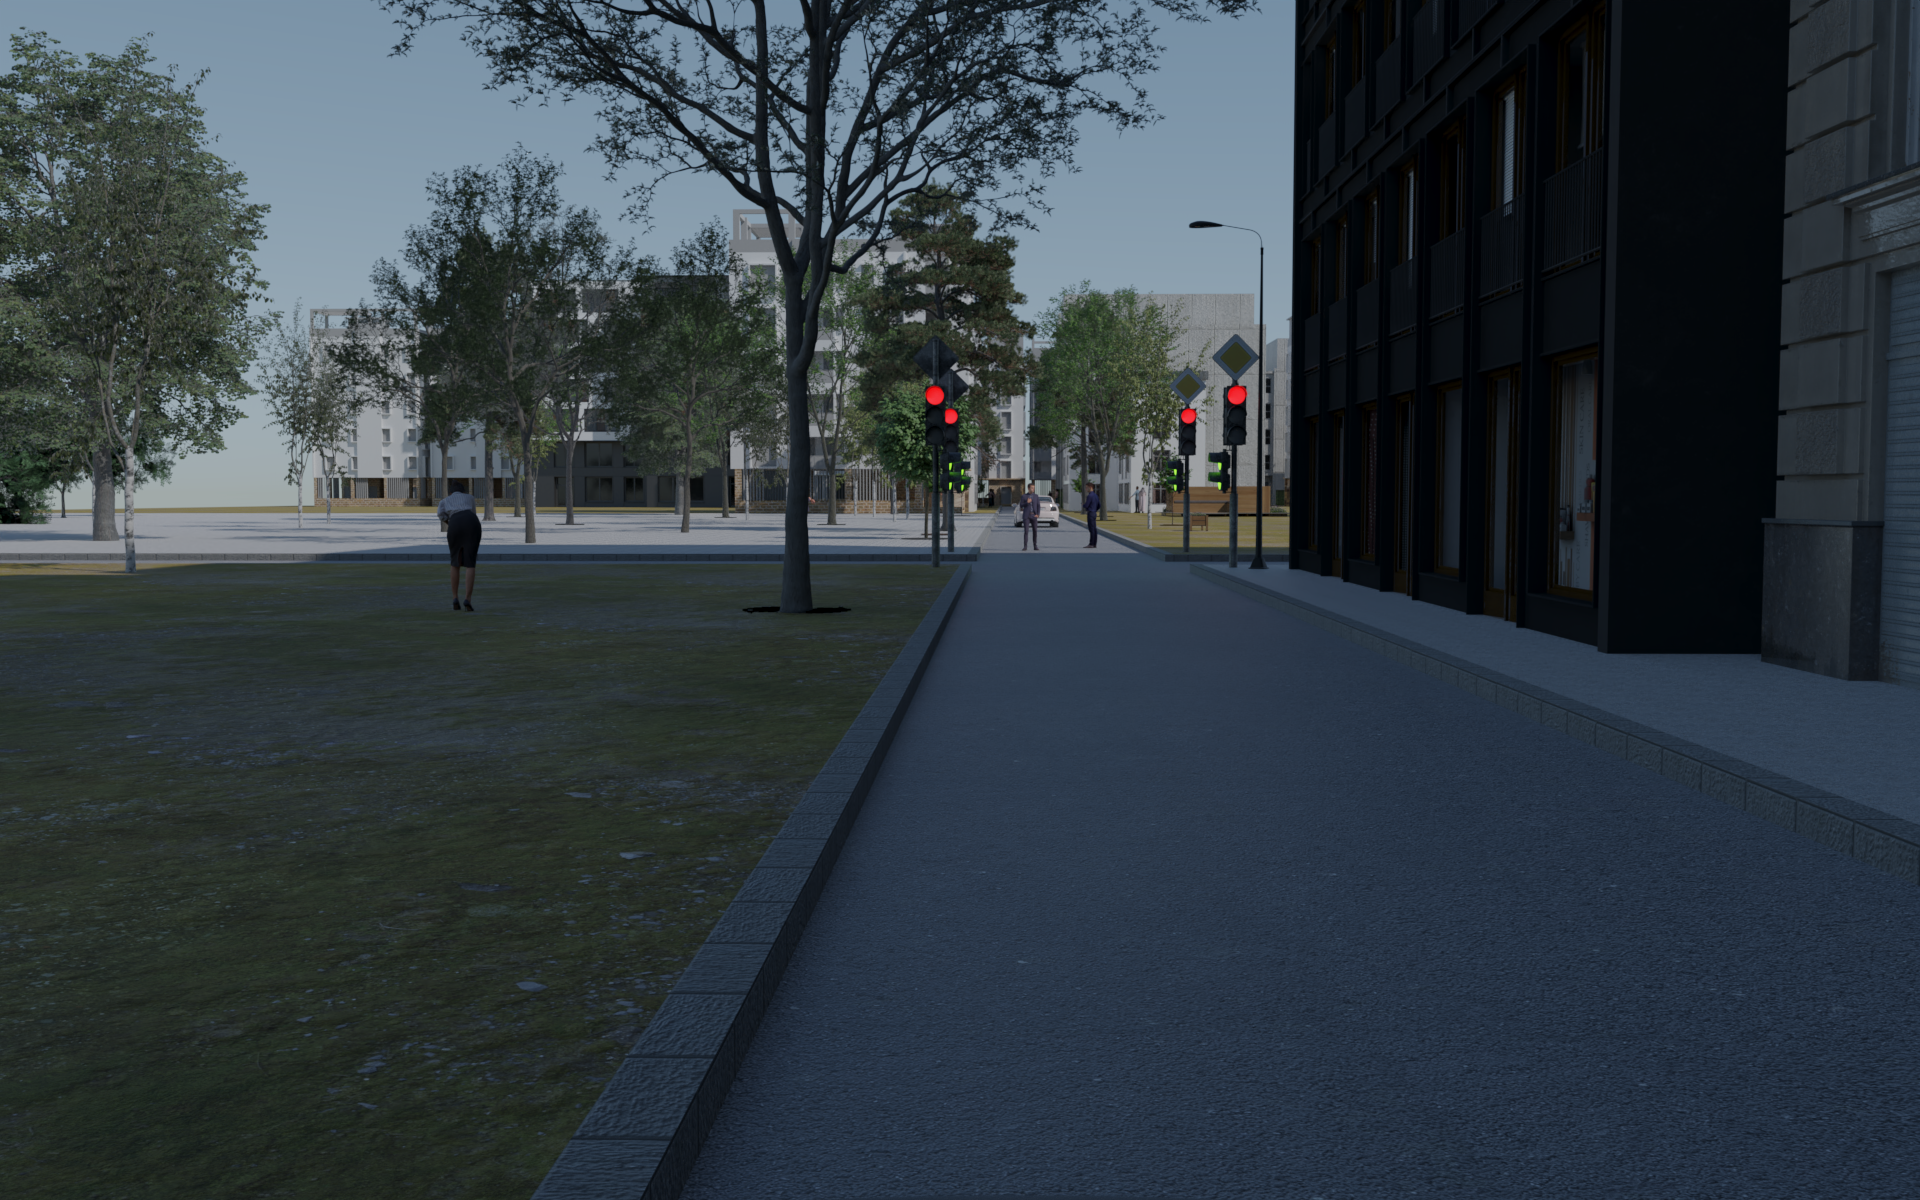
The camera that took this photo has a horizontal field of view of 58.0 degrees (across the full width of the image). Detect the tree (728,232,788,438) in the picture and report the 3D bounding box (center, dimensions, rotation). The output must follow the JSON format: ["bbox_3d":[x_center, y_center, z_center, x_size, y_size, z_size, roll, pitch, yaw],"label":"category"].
[{"bbox_3d":[-8.807,-7.518,57.331,7.601,10.594,8.767,-1,4,-9],"label":"tree"}]

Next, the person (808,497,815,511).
[{"bbox_3d":[-4.141,-2.442,46.417,0.568,1.767,0.683,-2,4,-33],"label":"person"}]

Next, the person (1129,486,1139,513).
[{"bbox_3d":[12.001,-6.811,117.391,1.348,1.826,0.705,-3,5,-41],"label":"person"}]

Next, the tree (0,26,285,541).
[{"bbox_3d":[-23.543,-8.588,47.065,9.857,13.997,8.962,0,3,0],"label":"tree"}]

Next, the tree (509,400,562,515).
[{"bbox_3d":[-26.403,-9.598,107.289,4.737,8.622,4.395,0,3,0],"label":"tree"}]

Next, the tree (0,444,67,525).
[{"bbox_3d":[-43.746,-10.107,67.065,13.155,14.587,18.604,-1,4,-11],"label":"tree"}]

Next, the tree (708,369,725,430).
[{"bbox_3d":[-10.193,-8.207,84.542,4.360,8.622,3.978,0,3,0],"label":"tree"}]

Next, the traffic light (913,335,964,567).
[{"bbox_3d":[-0.405,-2.510,30.275,0.839,4.213,0.868,0,4,2],"label":"traffic light"}]

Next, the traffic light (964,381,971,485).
[{"bbox_3d":[-0.183,-2.998,38.257,0.839,4.213,0.868,0,4,2],"label":"traffic light"}]

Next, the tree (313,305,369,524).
[{"bbox_3d":[-24.901,-7.054,65.703,4.360,8.622,3.978,0,3,0],"label":"tree"}]

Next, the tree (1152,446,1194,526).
[{"bbox_3d":[8.725,-4.620,70.139,1.663,3.219,1.824,0,3,0],"label":"tree"}]

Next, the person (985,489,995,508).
[{"bbox_3d":[2.802,-9.589,163.525,1.217,1.736,0.721,2,4,29],"label":"person"}]

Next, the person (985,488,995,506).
[{"bbox_3d":[3.164,-10.601,179.003,0.705,1.869,1.348,-3,5,-45],"label":"person"}]

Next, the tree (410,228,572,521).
[{"bbox_3d":[-22.337,-10.720,82.690,7.806,13.903,7.818,0,3,0],"label":"tree"}]

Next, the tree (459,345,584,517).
[{"bbox_3d":[-24.535,-10.372,95.333,9.928,11.665,9.643,0,3,0],"label":"tree"}]

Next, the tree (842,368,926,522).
[{"bbox_3d":[-2.729,-8.402,87.727,4.737,8.622,4.395,0,3,0],"label":"tree"}]

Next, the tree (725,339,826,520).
[{"bbox_3d":[-8.138,-7.878,79.165,4.360,8.622,3.978,0,3,0],"label":"tree"}]

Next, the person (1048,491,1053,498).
[{"bbox_3d":[9.402,-10.575,180.413,0.415,1.643,0.593,2,4,34],"label":"person"}]

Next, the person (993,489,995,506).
[{"bbox_3d":[3.520,-11.042,186.535,0.705,1.831,1.348,-1,4,-22],"label":"person"}]

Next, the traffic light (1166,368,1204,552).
[{"bbox_3d":[4.977,-2.990,38.130,0.839,4.213,0.868,0,4,2],"label":"traffic light"}]

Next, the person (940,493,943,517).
[{"bbox_3d":[-0.984,-5.614,98.364,0.750,1.759,0.617,3,5,42],"label":"person"}]

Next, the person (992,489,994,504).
[{"bbox_3d":[3.431,-10.765,182.179,0.705,1.807,1.348,0,4,-4],"label":"person"}]

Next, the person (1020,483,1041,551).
[{"bbox_3d":[1.777,-2.110,43.911,0.541,1.710,0.530,0,4,0],"label":"person"}]

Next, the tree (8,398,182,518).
[{"bbox_3d":[-50.987,-8.043,94.405,11.467,7.101,20.602,0,4,-6],"label":"tree"}]

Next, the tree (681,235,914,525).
[{"bbox_3d":[-5.374,-8.884,71.003,9.928,11.665,9.643,0,3,0],"label":"tree"}]

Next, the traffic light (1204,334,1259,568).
[{"bbox_3d":[4.755,-2.502,30.148,0.839,4.213,0.868,0,4,2],"label":"traffic light"}]

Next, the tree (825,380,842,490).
[{"bbox_3d":[-4.570,-8.947,96.645,4.737,8.622,4.395,0,3,0],"label":"tree"}]

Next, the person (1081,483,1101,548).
[{"bbox_3d":[3.438,-2.251,46.016,0.504,1.737,0.576,1,4,18],"label":"person"}]

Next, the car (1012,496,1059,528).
[{"bbox_3d":[3.323,-3.868,75.610,2.083,1.381,4.827,0,4,0],"label":"car"}]

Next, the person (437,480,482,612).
[{"bbox_3d":[-5.501,-0.607,19.150,0.799,1.438,0.628,3,4,38],"label":"person"}]

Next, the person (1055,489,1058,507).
[{"bbox_3d":[8.215,-8.649,148.159,0.721,1.736,1.217,0,4,7],"label":"person"}]

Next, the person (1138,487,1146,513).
[{"bbox_3d":[12.205,-6.675,115.850,0.551,1.740,0.621,0,4,-5],"label":"person"}]
